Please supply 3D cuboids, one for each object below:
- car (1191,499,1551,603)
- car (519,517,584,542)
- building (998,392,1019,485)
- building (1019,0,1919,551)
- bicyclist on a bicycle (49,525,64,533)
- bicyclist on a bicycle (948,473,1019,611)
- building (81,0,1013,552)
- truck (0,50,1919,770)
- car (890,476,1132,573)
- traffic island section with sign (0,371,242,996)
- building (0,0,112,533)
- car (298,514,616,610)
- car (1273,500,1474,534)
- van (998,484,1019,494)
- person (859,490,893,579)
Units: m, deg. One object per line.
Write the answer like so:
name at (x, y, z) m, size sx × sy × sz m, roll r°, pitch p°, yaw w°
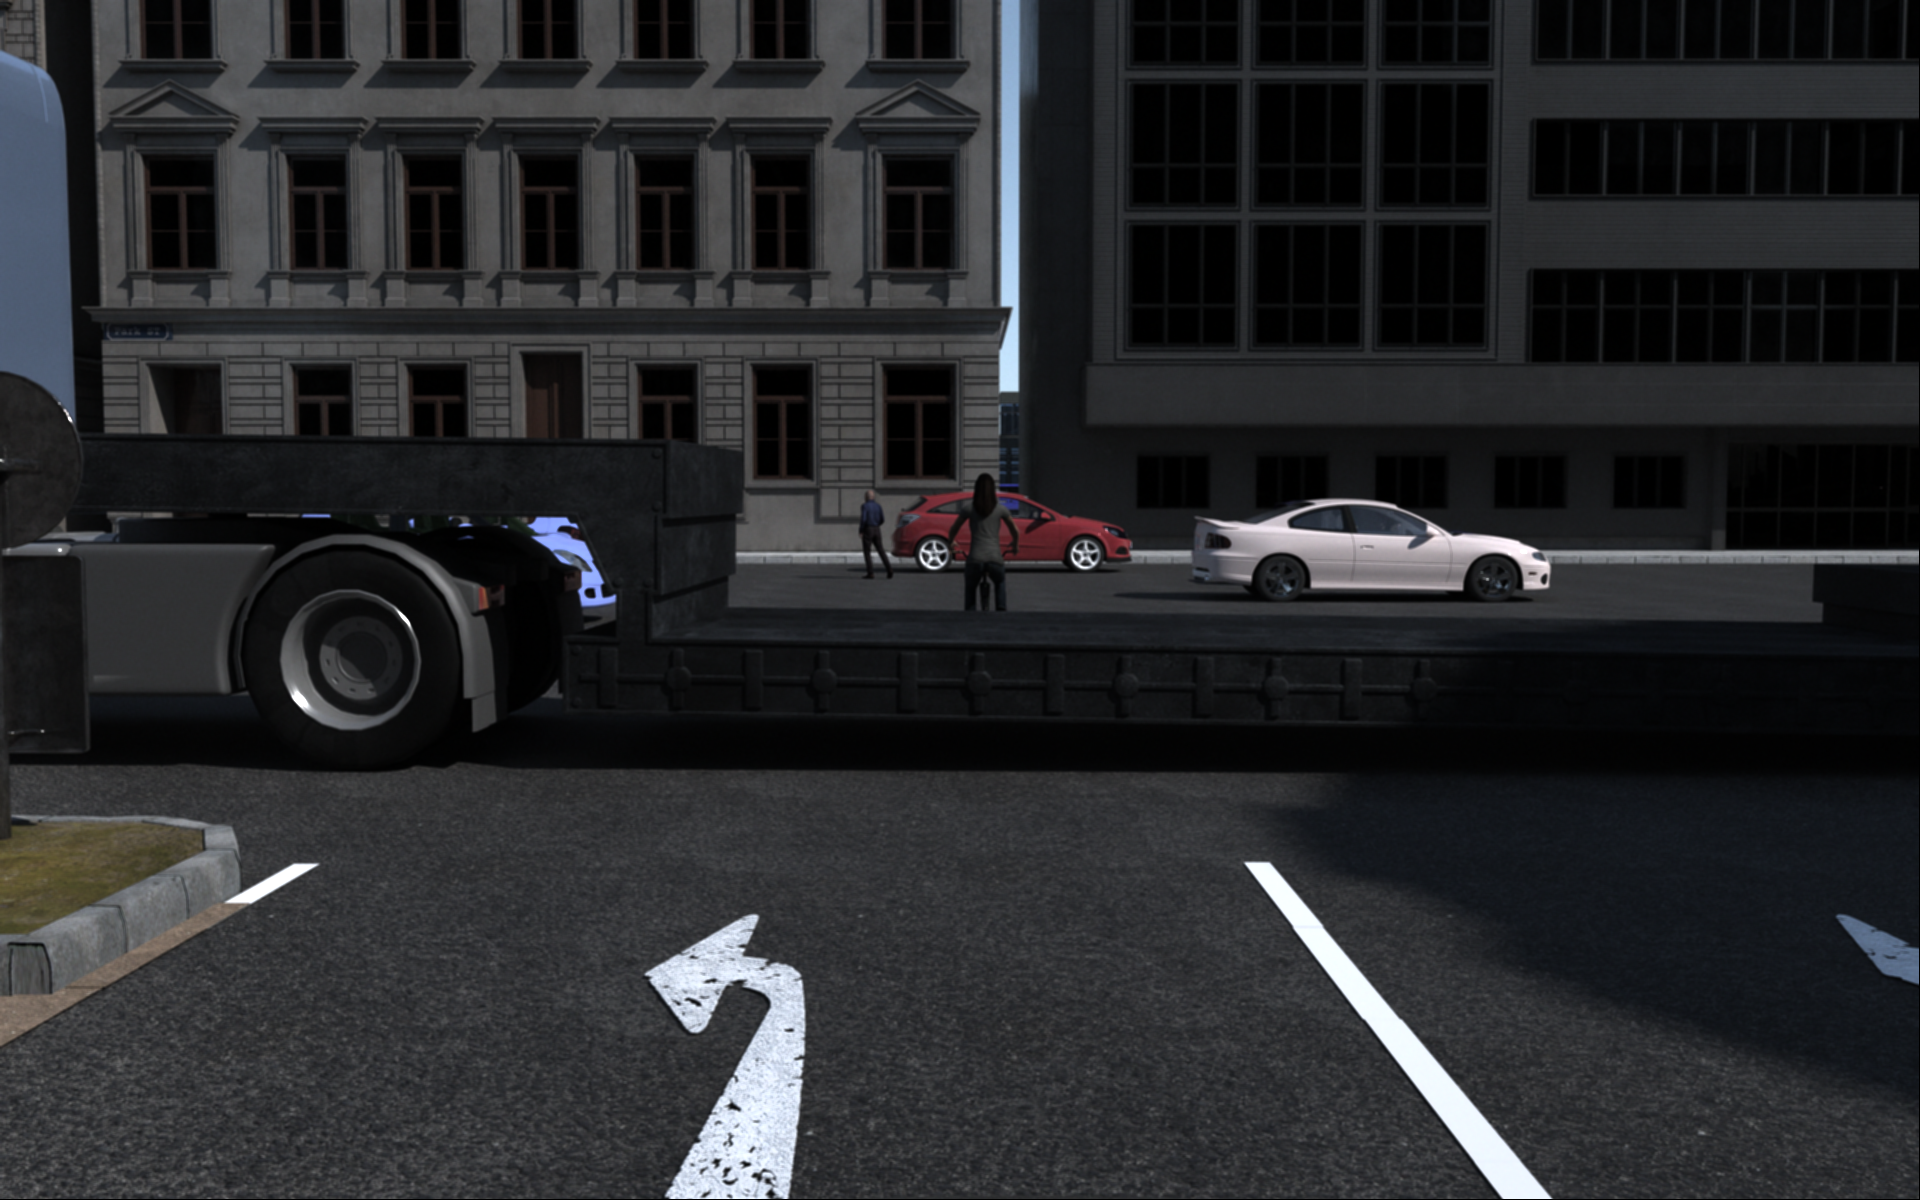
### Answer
car at (5.599, -0.696, 23.739) m, size 4.827 × 1.381 × 2.083 m, roll 0°, pitch 4°, yaw 1°
car at (-6.520, -0.817, 22.947) m, size 3.694 × 1.707 × 1.945 m, roll 0°, pitch 4°, yaw 1°
building at (18.693, -54.669, 206.508) m, size 31.000 × 86.520 × 22.319 m, roll 0°, pitch 3°, yaw 0°
building at (16.657, -13.762, 44.083) m, size 30.058 × 24.678 × 14.314 m, roll 0°, pitch 3°, yaw 0°
bicyclist on a bicycle at (-13.367, -0.920, 25.066) m, size 1.625 × 1.676 × 1.499 m, roll 0°, pitch 4°, yaw -1°
bicyclist on a bicycle at (0.218, -0.329, 15.399) m, size 1.499 × 1.676 × 1.625 m, roll 0°, pitch 4°, yaw 1°
building at (-8.948, -12.618, 42.460) m, size 21.152 × 22.565 × 11.583 m, roll 0°, pitch 3°, yaw 0°
truck at (-0.003, -1.230, 9.877) m, size 18.799 × 4.110 × 2.967 m, roll 0°, pitch 4°, yaw 2°
car at (0.953, -1.414, 32.156) m, size 4.494 × 1.783 × 2.155 m, roll 0°, pitch 4°, yaw -1°
traffic island section with sign at (-3.583, 0.140, 5.845) m, size 2.006 × 1.907 × 1.989 m, roll 0°, pitch 3°, yaw 0°
building at (-29.167, -10.890, 42.679) m, size 19.286 × 19.102 × 10.561 m, roll 0°, pitch 3°, yaw 0°
car at (-5.753, -0.608, 19.536) m, size 3.694 × 1.707 × 1.945 m, roll 0°, pitch 4°, yaw 2°
car at (6.497, -0.928, 27.755) m, size 3.894 × 1.354 × 1.945 m, roll 0°, pitch 4°, yaw -1°
van at (3.069, -6.566, 111.740) m, size 2.240 × 2.365 × 5.245 m, roll 0°, pitch 4°, yaw 1°
person at (-1.464, -1.112, 29.376) m, size 0.574 × 1.496 × 0.600 m, roll -1°, pitch 4°, yaw -14°
